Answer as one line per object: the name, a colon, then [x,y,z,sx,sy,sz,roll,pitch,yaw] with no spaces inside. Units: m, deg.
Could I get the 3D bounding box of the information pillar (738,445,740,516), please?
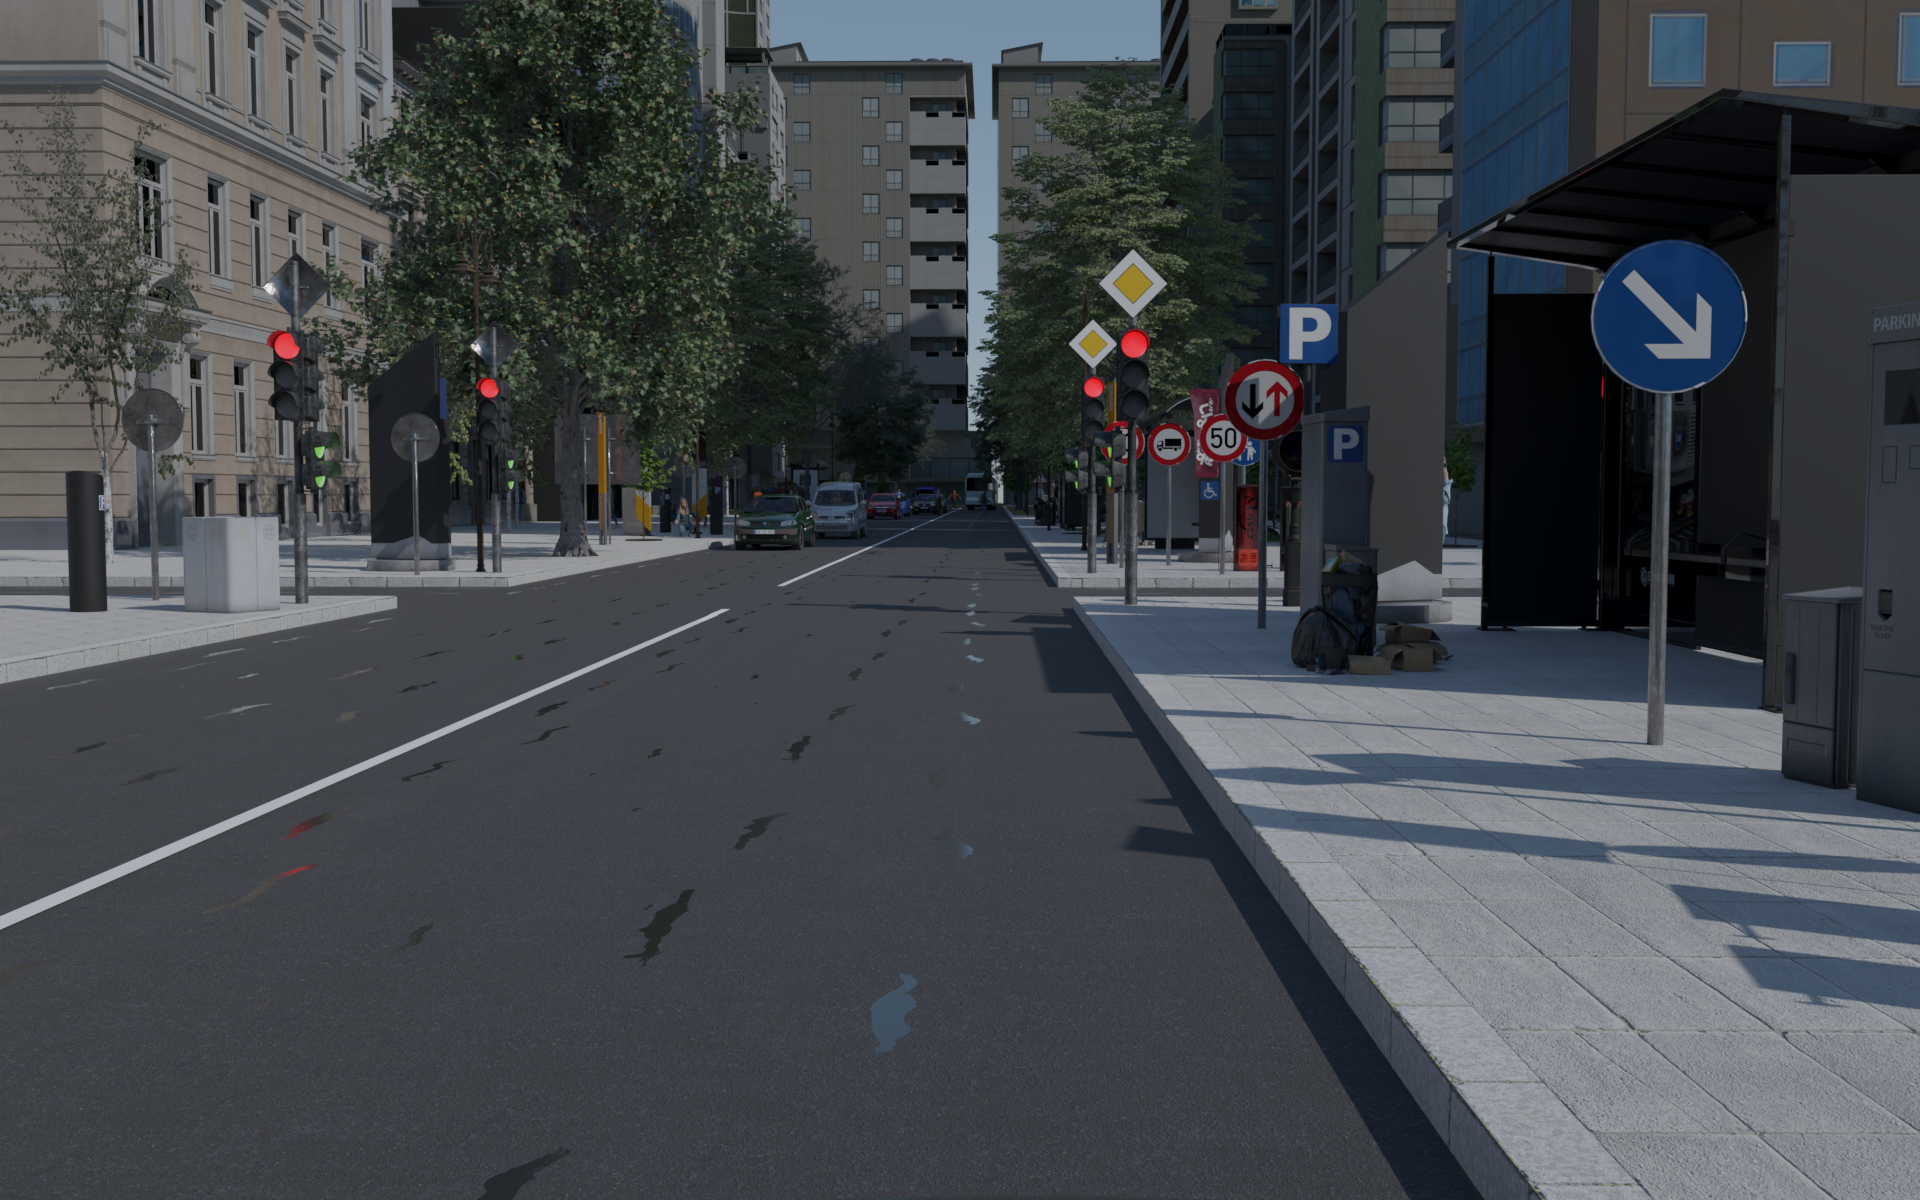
information pillar: [-9.233,-5.004,73.163,0.183,3.616,0.504,-2,4,-27]

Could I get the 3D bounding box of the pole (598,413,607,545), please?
pole: [-8.993,-3.041,43.559,0.158,3.312,0.155,0,3,0]

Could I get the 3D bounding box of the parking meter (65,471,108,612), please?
parking meter: [-9.528,-0.641,18.894,0.372,1.533,0.369,0,3,0]

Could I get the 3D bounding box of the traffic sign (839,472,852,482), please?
traffic sign: [-6.537,-6.042,98.889,0.768,2.556,0.104,0,4,2]

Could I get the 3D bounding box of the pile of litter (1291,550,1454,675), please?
pile of litter: [3.153,0.062,12.952,1.719,0.858,1.176,-3,4,-37]

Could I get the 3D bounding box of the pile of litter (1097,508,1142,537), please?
pile of litter: [4.999,-2.344,52.291,1.719,0.858,1.176,1,4,16]

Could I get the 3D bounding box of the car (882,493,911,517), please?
car: [-4.104,-6.212,111.158,1.945,1.707,3.694,0,4,3]

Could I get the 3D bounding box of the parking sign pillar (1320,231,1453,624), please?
parking sign pillar: [4.324,-1.789,17.719,1.447,3.967,1.447,-2,4,-27]

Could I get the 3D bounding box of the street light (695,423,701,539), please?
street light: [-7.565,-4.713,49.842,0.468,5.910,1.993,0,4,1]

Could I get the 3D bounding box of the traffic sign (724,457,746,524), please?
traffic sign: [-7.655,-3.601,58.990,0.768,2.556,0.104,0,4,3]

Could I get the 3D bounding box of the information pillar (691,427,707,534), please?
information pillar: [-8.414,-3.942,55.808,0.504,3.616,0.183,0,4,-5]

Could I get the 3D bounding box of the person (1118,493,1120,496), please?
person: [11.644,-7.497,129.344,1.217,1.736,0.721,-1,4,-23]

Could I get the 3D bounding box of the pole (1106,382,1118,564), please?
pole: [2.798,-2.319,31.766,0.158,3.312,0.155,0,3,0]

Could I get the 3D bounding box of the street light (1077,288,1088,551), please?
street light: [2.818,-4.054,39.070,0.468,5.910,1.993,0,4,1]

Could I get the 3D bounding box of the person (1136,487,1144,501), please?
person: [13.754,-7.752,132.803,1.348,1.823,0.705,3,5,44]

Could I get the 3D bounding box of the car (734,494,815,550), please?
car: [-4.856,-2.190,45.588,2.009,1.686,4.222,0,4,2]

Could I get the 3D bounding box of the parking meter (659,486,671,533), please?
parking meter: [-9.806,-3.011,57.641,0.372,1.533,0.369,0,3,0]

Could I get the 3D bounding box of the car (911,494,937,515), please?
car: [-2.397,-6.806,121.062,2.009,1.686,4.222,0,4,2]

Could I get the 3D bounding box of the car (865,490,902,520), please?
car: [-4.329,-5.476,98.573,2.155,1.783,4.494,0,4,1]

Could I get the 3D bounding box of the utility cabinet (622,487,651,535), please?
utility cabinet: [-9.967,-2.730,53.319,0.318,1.500,1.173,-3,5,-42]

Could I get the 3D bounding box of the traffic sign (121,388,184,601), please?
traffic sign: [-9.701,-1.267,20.817,0.768,2.556,0.104,0,4,3]

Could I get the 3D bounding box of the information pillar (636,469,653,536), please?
information pillar: [-9.585,-3.739,52.479,0.504,3.616,0.183,1,4,19]

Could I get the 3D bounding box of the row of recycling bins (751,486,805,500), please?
row of recycling bins: [-9.023,-4.826,86.010,3.534,1.692,1.069,3,4,39]

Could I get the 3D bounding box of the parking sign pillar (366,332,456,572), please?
parking sign pillar: [-9.273,-2.489,29.171,1.447,3.967,1.447,1,4,16]

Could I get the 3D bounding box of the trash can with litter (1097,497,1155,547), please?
trash can with litter: [4.073,-1.955,43.022,1.678,1.210,2.233,3,5,44]

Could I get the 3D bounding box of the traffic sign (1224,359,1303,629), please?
traffic sign: [2.886,-1.001,16.472,0.768,2.556,0.104,0,4,6]

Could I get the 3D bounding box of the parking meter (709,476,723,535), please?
parking meter: [-7.673,-2.980,54.427,0.399,1.863,0.255,-2,4,-29]

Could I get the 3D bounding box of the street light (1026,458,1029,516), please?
street light: [4.003,-7.949,102.760,0.468,5.910,1.993,0,4,1]

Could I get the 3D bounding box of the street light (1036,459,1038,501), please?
street light: [3.651,-6.669,81.823,0.468,5.910,1.993,0,4,1]

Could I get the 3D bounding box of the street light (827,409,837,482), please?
street light: [-6.787,-7.296,92.077,0.468,5.910,1.993,0,4,1]

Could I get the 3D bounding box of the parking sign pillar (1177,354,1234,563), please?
parking sign pillar: [4.854,-2.709,32.762,1.447,3.967,1.447,1,4,19]

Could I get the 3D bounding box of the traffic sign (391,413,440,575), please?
traffic sign: [-8.585,-1.664,27.308,0.768,2.556,0.104,0,4,2]

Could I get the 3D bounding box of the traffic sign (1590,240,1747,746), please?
traffic sign: [3.561,-0.531,8.792,0.768,2.556,0.104,0,4,3]

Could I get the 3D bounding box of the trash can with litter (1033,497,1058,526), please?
trash can with litter: [3.653,-3.806,73.621,1.055,1.170,0.624,2,4,29]

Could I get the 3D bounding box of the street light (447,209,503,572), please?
street light: [-7.908,-3.402,28.407,0.468,5.910,1.993,0,4,1]

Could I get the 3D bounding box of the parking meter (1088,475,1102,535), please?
parking meter: [4.157,-2.916,53.391,0.399,1.863,0.255,2,4,32]

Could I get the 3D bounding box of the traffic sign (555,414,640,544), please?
traffic sign: [-9.228,-3.068,44.042,2.265,3.308,0.079,1,4,10]

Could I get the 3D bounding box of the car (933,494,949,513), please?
car: [-1.912,-7.403,132.841,2.131,1.459,4.920,0,4,1]

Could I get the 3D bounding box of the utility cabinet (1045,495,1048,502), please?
utility cabinet: [4.674,-5.127,94.989,1.020,1.237,0.306,3,5,41]

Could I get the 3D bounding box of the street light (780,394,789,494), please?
street light: [-7.150,-6.015,71.140,0.468,5.910,1.993,0,4,1]

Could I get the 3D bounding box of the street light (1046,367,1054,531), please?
street light: [3.114,-5.365,60.511,0.468,5.910,1.993,0,4,1]
